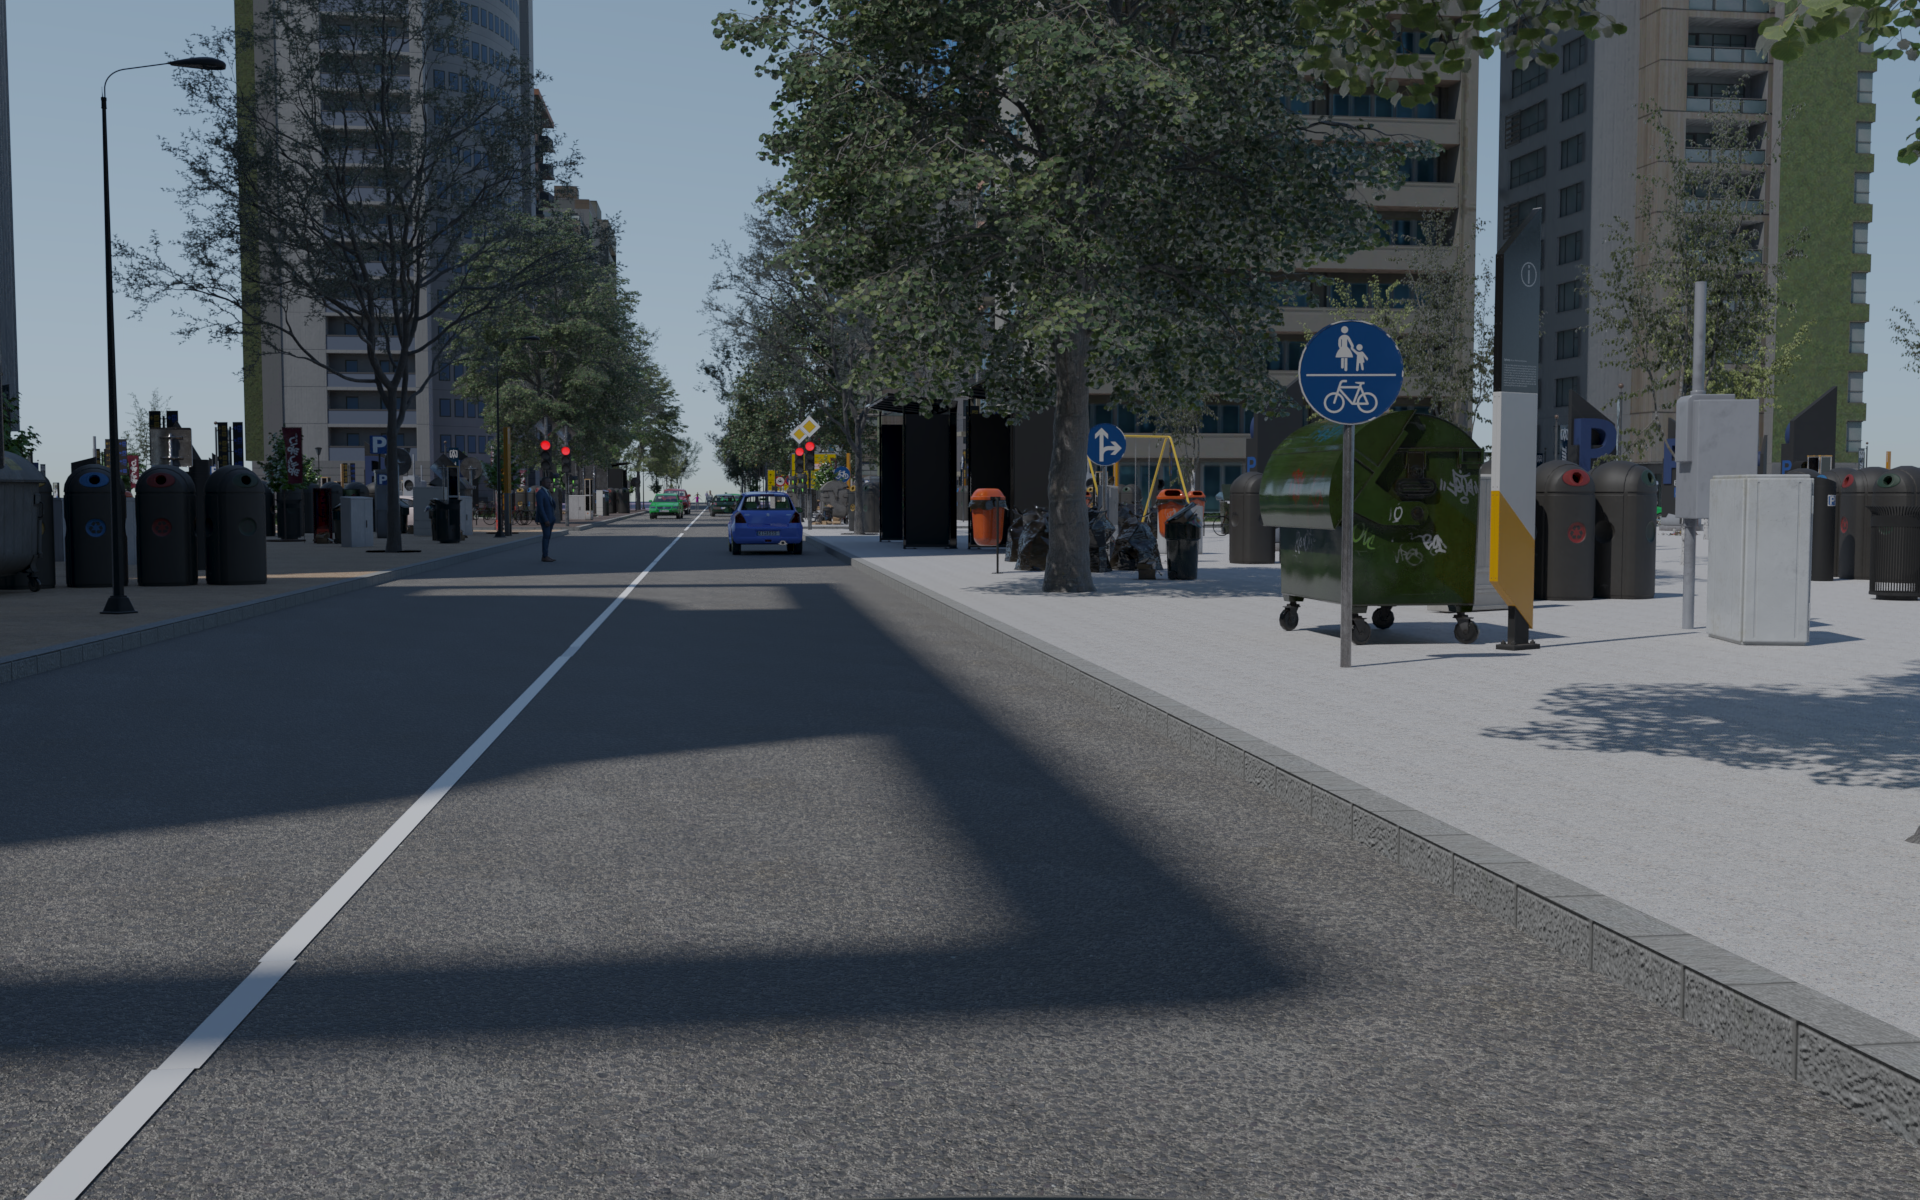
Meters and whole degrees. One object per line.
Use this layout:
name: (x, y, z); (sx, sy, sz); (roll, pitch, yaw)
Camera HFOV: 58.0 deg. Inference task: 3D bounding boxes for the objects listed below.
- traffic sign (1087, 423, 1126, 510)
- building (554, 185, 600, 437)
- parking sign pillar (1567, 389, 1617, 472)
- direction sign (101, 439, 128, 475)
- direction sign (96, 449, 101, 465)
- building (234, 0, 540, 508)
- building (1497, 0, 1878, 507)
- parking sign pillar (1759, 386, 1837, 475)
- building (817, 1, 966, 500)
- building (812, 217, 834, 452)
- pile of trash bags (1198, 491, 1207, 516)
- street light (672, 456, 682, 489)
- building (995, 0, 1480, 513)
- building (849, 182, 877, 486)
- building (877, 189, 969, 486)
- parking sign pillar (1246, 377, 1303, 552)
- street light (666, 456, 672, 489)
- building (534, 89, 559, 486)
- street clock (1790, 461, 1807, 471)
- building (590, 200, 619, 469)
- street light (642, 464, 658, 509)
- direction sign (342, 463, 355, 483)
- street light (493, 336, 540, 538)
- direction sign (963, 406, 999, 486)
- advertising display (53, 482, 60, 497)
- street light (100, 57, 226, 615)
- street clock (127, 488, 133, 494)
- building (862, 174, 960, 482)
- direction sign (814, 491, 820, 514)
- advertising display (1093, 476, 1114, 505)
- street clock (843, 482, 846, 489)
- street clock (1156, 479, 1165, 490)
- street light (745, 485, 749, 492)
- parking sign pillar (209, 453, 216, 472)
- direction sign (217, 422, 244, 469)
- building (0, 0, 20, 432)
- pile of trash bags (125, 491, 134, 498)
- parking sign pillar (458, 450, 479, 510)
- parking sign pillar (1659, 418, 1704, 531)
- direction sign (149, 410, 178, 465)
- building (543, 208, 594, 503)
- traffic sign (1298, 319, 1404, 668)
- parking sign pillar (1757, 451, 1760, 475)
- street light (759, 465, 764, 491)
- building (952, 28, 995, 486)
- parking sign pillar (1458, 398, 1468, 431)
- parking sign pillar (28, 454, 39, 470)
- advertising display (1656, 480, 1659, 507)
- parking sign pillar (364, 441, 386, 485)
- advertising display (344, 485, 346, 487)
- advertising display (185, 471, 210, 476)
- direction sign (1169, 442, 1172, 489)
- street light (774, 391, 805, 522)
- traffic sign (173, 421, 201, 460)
traffic sign: (2.605, -1.903, 31.214); (0.768, 2.556, 0.104); (0, 4, -1)
building: (-60.736, -36.967, 254.524); (14.600, 45.320, 14.200); (0, 4, -8)
parking sign pillar: (16.358, -3.439, 44.696); (1.447, 3.967, 1.447); (-1, 4, -14)
direction sign: (-34.604, -4.838, 71.101); (0.876, 3.537, 0.379); (0, 4, -1)
direction sign: (-42.718, -5.769, 86.325); (0.379, 3.537, 0.876); (3, 5, 42)
building: (-49.961, -37.437, 154.096); (21.231, 58.520, 28.212); (0, 4, -8)
building: (38.738, -25.095, 93.895); (14.086, 41.232, 14.154); (0, 4, -8)
parking sign pillar: (21.130, -3.345, 43.167); (1.447, 3.967, 1.447); (-1, 4, -17)
building: (-10.141, -57.836, 258.289); (22.319, 86.520, 31.000); (0, 4, -8)
building: (-13.455, -41.006, 290.049); (23.786, 49.044, 30.456); (0, 4, -8)
pile of trash bags: (5.471, -2.465, 50.056); (3.447, 1.369, 1.912); (-1, 4, -14)
street light: (-37.367, -15.549, 226.769); (1.470, 5.913, 1.316); (0, 4, -8)
building: (12.928, -28.621, 91.658); (21.600, 48.544, 21.300); (0, 4, -8)
building: (-6.283, -31.835, 204.104); (14.154, 41.232, 14.086); (0, 4, -8)
building: (-1.177, -24.162, 166.757); (14.160, 30.474, 14.107); (0, 4, -8)
parking sign pillar: (7.115, -3.105, 39.246); (1.447, 3.967, 1.447); (-2, 4, -29)
street light: (-30.541, -12.543, 177.616); (1.470, 5.913, 1.316); (0, 4, -8)
building: (-54.494, -32.296, 182.667); (22.147, 44.769, 28.867); (0, 4, -8)
street clock: (18.386, -2.038, 37.886); (0.471, 2.002, 0.358); (-2, 4, -29)
building: (-68.063, -40.531, 286.375); (21.300, 48.544, 21.600); (0, 4, -8)
street light: (-25.999, -10.558, 145.167); (1.470, 5.913, 1.316); (0, 4, -8)
direction sign: (-44.647, -8.233, 126.599); (0.876, 3.537, 0.379); (-2, 4, -28)
street light: (-13.054, -4.801, 51.040); (1.470, 5.913, 1.316); (0, 4, -8)
direction sign: (0.585, -3.208, 44.441); (0.876, 3.537, 0.379); (0, 4, -1)
advertising display: (-49.620, -5.499, 95.123); (0.123, 1.923, 0.974); (-3, 5, -41)
street light: (-8.500, -2.811, 18.497); (1.470, 5.913, 1.316); (0, 4, -8)
street clock: (-54.307, -6.646, 113.225); (0.471, 2.002, 0.358); (-3, 4, -36)
building: (5.502, -30.257, 186.579); (32.217, 40.220, 23.993); (0, 4, -8)
direction sign: (-10.570, -8.147, 125.195); (0.876, 3.537, 0.379); (3, 5, 41)
advertising display: (5.187, -3.502, 62.464); (0.974, 1.923, 0.123); (-3, 4, -36)
street clock: (-5.746, -4.957, 85.618); (0.358, 2.002, 0.471); (0, 4, -8)
street clock: (9.369, -4.704, 81.486); (0.471, 2.002, 0.358); (-1, 4, -13)
street light: (-18.475, -11.166, 155.110); (1.470, 5.913, 1.316); (0, 4, -8)
parking sign pillar: (-48.147, -7.632, 113.249); (1.447, 3.967, 1.447); (-3, 5, -42)
direction sign: (-22.874, -3.815, 54.378); (0.876, 3.537, 0.379); (1, 4, 11)
building: (-30.382, -16.330, 38.700); (14.107, 30.474, 14.160); (0, 4, -8)
pile of trash bags: (-49.481, -5.872, 105.759); (3.447, 1.369, 1.912); (3, 5, 44)
parking sign pillar: (-28.276, -6.775, 99.240); (1.447, 3.967, 1.447); (3, 5, 43)
parking sign pillar: (25.225, -4.404, 60.475); (1.447, 3.967, 1.447); (-2, 4, -34)
direction sign: (-21.594, -3.367, 47.053); (0.876, 3.537, 0.379); (1, 4, 11)
building: (-58.520, -34.074, 240.704); (14.154, 41.232, 14.086); (0, 4, -8)
traffic sign: (2.856, -0.773, 12.747); (0.768, 2.556, 0.104); (0, 4, 2)
parking sign pillar: (36.284, -5.511, 78.574); (1.447, 3.967, 1.447); (2, 4, 31)
street light: (-12.448, -8.513, 111.729); (1.470, 5.913, 1.316); (0, 4, -8)
building: (11.119, -29.002, 128.812); (22.147, 44.769, 28.867); (0, 4, -8)
parking sign pillar: (13.614, -3.608, 47.464); (1.447, 3.967, 1.447); (1, 4, 22)
parking sign pillar: (-56.778, -7.186, 105.962); (1.447, 3.967, 1.447); (-3, 5, -42)
advertising display: (31.905, -4.578, 80.063); (0.974, 1.923, 0.123); (-2, 4, -27)
parking sign pillar: (-29.703, -6.112, 88.403); (1.447, 3.967, 1.447); (-1, 4, -9)
advertising display: (-44.502, -7.308, 124.703); (0.974, 1.923, 0.123); (2, 4, 31)
advertising display: (-21.592, -2.678, 49.001); (0.974, 1.923, 0.123); (2, 4, 24)
direction sign: (9.097, -5.065, 74.803); (0.379, 3.537, 0.876); (0, 4, 0)
street light: (-7.719, -6.462, 78.193); (1.470, 5.913, 1.316); (0, 4, -8)
traffic sign: (-13.914, -1.885, 30.826); (0.884, 2.594, 0.081); (0, 4, -6)
